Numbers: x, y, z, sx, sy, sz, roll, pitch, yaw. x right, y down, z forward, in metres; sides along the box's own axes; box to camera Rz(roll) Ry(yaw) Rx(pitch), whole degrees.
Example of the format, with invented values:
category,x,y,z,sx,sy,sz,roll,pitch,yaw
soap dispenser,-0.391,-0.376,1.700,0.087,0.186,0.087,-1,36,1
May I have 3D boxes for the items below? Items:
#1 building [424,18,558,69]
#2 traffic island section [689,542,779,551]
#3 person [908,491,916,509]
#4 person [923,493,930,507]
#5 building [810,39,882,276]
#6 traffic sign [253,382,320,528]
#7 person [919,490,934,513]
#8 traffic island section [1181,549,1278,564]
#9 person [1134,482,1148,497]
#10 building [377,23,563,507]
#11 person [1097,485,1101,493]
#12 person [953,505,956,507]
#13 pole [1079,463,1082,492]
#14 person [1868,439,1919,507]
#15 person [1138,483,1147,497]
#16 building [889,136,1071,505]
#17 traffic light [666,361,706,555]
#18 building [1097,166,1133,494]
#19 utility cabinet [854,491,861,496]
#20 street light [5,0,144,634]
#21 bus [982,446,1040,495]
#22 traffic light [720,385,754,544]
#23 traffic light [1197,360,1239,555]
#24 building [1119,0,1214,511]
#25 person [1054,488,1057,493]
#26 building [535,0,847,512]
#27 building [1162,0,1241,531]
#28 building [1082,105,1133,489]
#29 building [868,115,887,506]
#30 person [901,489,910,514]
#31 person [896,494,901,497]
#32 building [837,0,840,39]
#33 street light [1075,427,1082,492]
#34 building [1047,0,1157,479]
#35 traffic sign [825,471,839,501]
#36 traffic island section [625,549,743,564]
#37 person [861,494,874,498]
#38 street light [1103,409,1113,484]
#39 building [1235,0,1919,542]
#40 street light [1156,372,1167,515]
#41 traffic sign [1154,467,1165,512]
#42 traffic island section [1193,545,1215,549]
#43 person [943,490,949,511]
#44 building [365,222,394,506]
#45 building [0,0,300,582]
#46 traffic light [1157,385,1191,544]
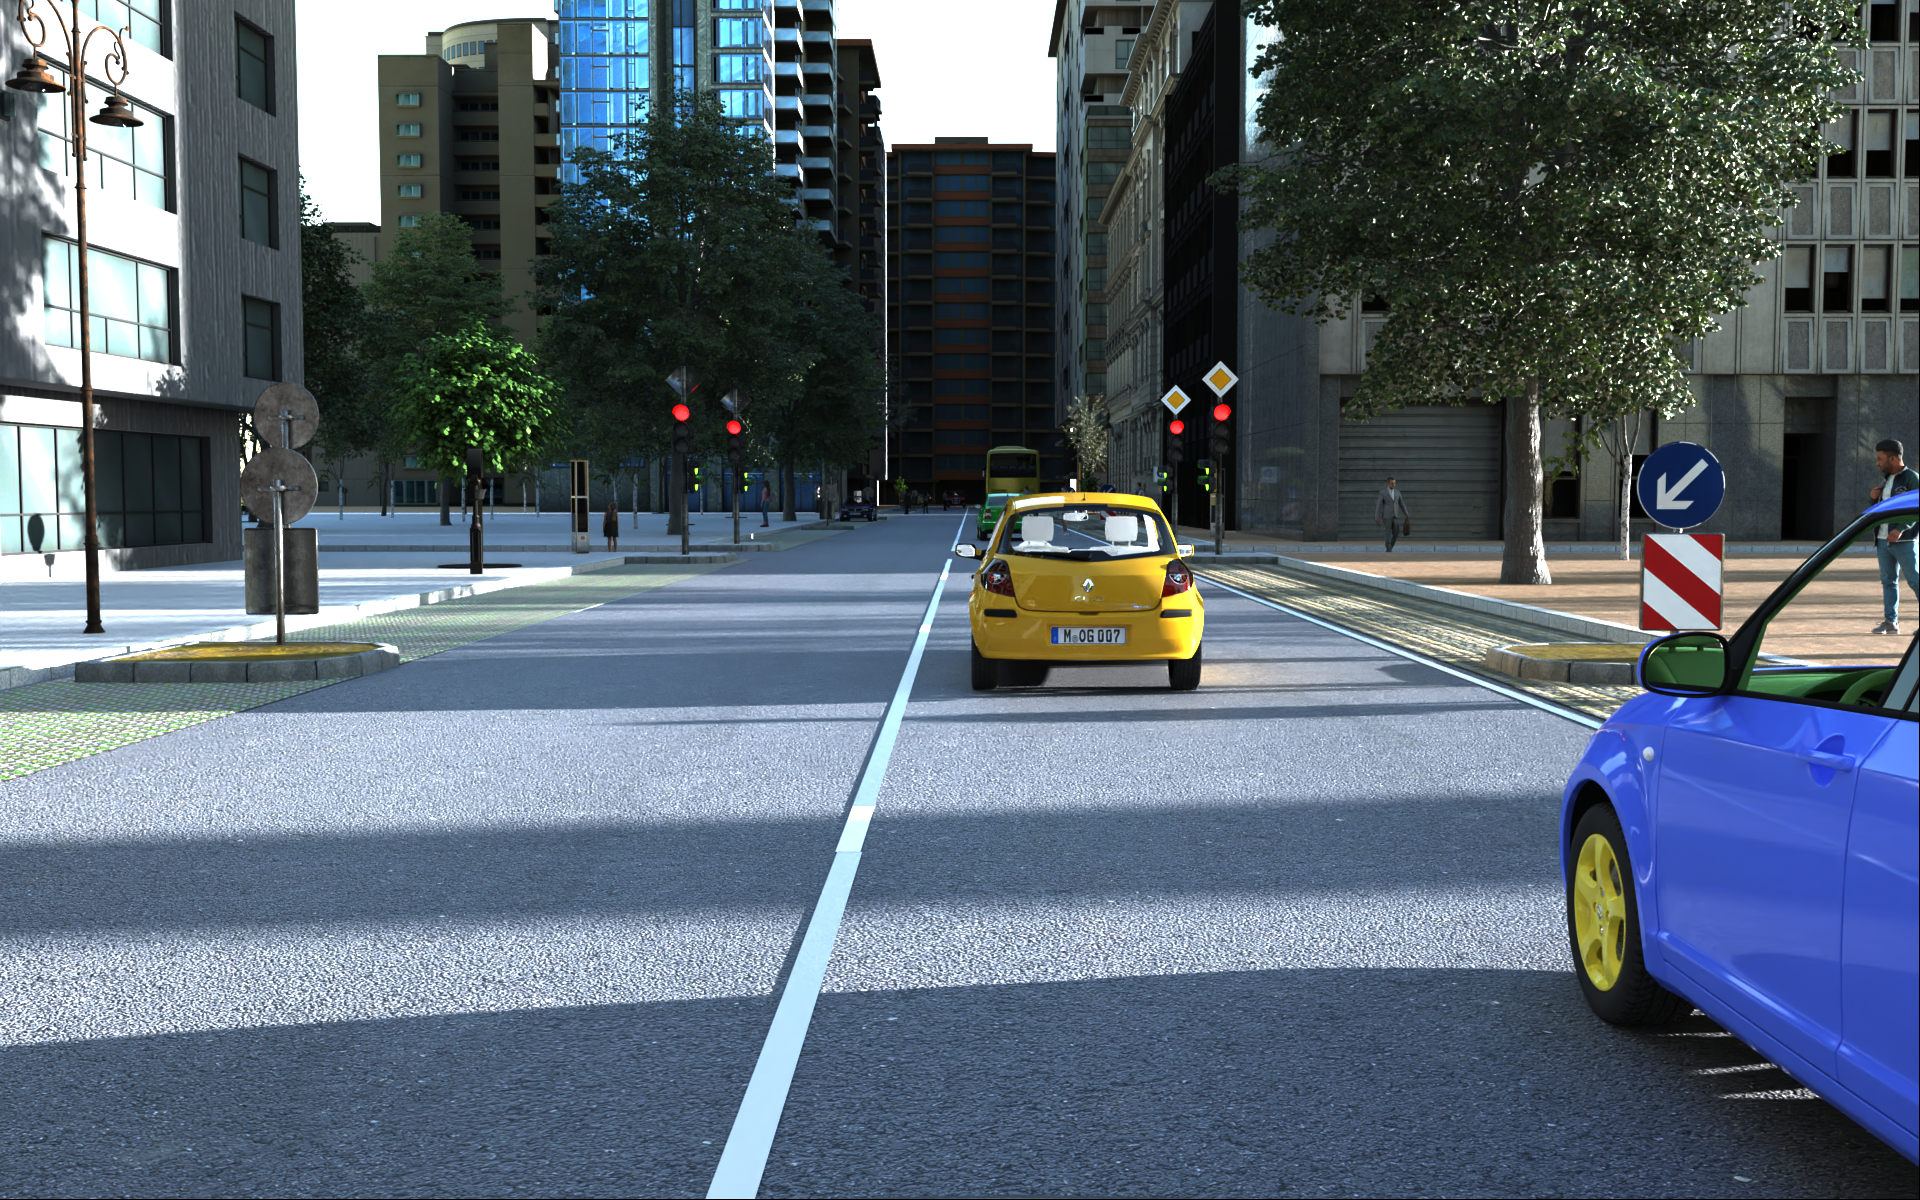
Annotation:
category,x,y,z,sx,sy,sz,roll,pitch,yaw
building,-50.050,-41.083,213.711,28.212,58.520,21.231,0,4,0
traffic island section,-5.788,-1.373,44.732,2.009,0.180,2.903,0,4,0
person,-4.470,-8.787,152.883,1.217,1.735,0.721,-1,4,-10
person,-3.812,-11.411,195.212,1.348,1.807,0.705,3,5,40
building,-18.802,-31.219,165.056,22.147,44.769,28.867,0,4,0
traffic sign,-7.654,-1.197,19.684,0.768,2.556,0.104,0,4,3
person,-2.513,-7.255,127.833,1.217,1.735,0.721,1,4,13
traffic island section,5.493,-0.879,36.657,2.009,0.180,2.903,0,4,0
person,8.020,-4.336,77.035,0.635,1.810,0.391,-2,4,-27
building,-47.466,-34.271,184.038,21.600,48.544,21.300,0,4,0
person,8.352,-5.831,101.648,0.793,1.790,0.793,0,4,-2
person,-0.620,-11.364,194.387,1.350,1.814,0.705,0,4,-4
pole,7.855,-7.280,112.879,0.158,3.312,0.155,0,3,0
person,8.593,-0.579,15.861,0.721,1.781,0.623,-1,4,-18
person,7.741,-4.160,74.726,0.598,1.740,0.731,2,4,34
building,-0.495,-34.274,215.012,28.867,44.769,22.147,0,4,0
traffic light,-5.808,-2.917,36.612,0.839,4.253,0.868,0,4,0
building,14.874,-17.179,109.762,11.050,23.489,19.941,0,4,0
utility cabinet,-6.992,-6.685,117.985,0.318,1.500,1.173,-1,4,-14
street light,-8.006,-2.633,15.836,0.468,5.910,1.993,0,4,0
bus,2.582,-5.902,88.039,2.896,3.916,12.252,0,4,1
traffic light,-5.748,-3.405,44.597,0.839,4.253,0.868,0,4,0
traffic light,5.453,-2.913,36.543,0.839,4.253,0.868,0,4,0
building,15.839,-18.358,87.550,14.401,28.519,23.554,0,4,0
person,8.567,-9.092,154.777,0.705,1.814,1.350,0,4,2
building,-19.679,-50.224,133.826,22.319,86.520,31.000,0,4,0
building,14.998,-14.561,67.755,12.332,23.373,15.834,0,4,0
building,16.241,-22.043,132.100,14.160,30.474,14.107,0,4,0
building,-15.019,-30.790,187.016,14.086,41.232,14.154,0,4,0
person,-3.802,-6.941,122.008,0.705,1.821,1.348,2,4,25
person,-6.861,-11.570,195.734,0.750,1.759,0.617,-3,5,-40
building,-25.641,-47.387,213.027,20.611,71.187,20.563,0,4,0
street light,8.094,-8.961,119.306,0.468,5.910,1.993,0,4,0
building,23.950,-36.128,179.930,28.713,52.752,27.495,0,4,0
traffic sign,-7.079,-5.840,95.588,0.768,2.556,0.104,0,4,4
traffic island section,-5.848,-0.885,36.747,2.009,0.180,2.903,0,4,0
person,-7.472,-8.057,138.592,1.217,1.723,0.721,0,4,6
street light,7.910,-7.328,92.608,0.468,5.910,1.993,0,4,0
building,19.174,-14.283,51.541,19.932,24.808,12.078,0,4,0
street light,7.698,-5.673,65.543,0.468,5.910,1.993,0,4,0
traffic sign,7.424,-3.773,63.814,0.606,2.300,0.079,1,4,9
traffic island section,5.553,-1.368,44.642,2.009,0.180,2.903,0,4,0
person,-1.239,-8.601,149.106,0.705,1.826,1.348,1,4,19
building,-65.296,-25.455,187.886,14.107,30.474,14.160,0,4,0
building,-19.963,-15.779,29.690,14.107,30.474,14.160,0,4,0
traffic light,5.513,-3.401,44.528,0.839,4.253,0.868,0,4,0
